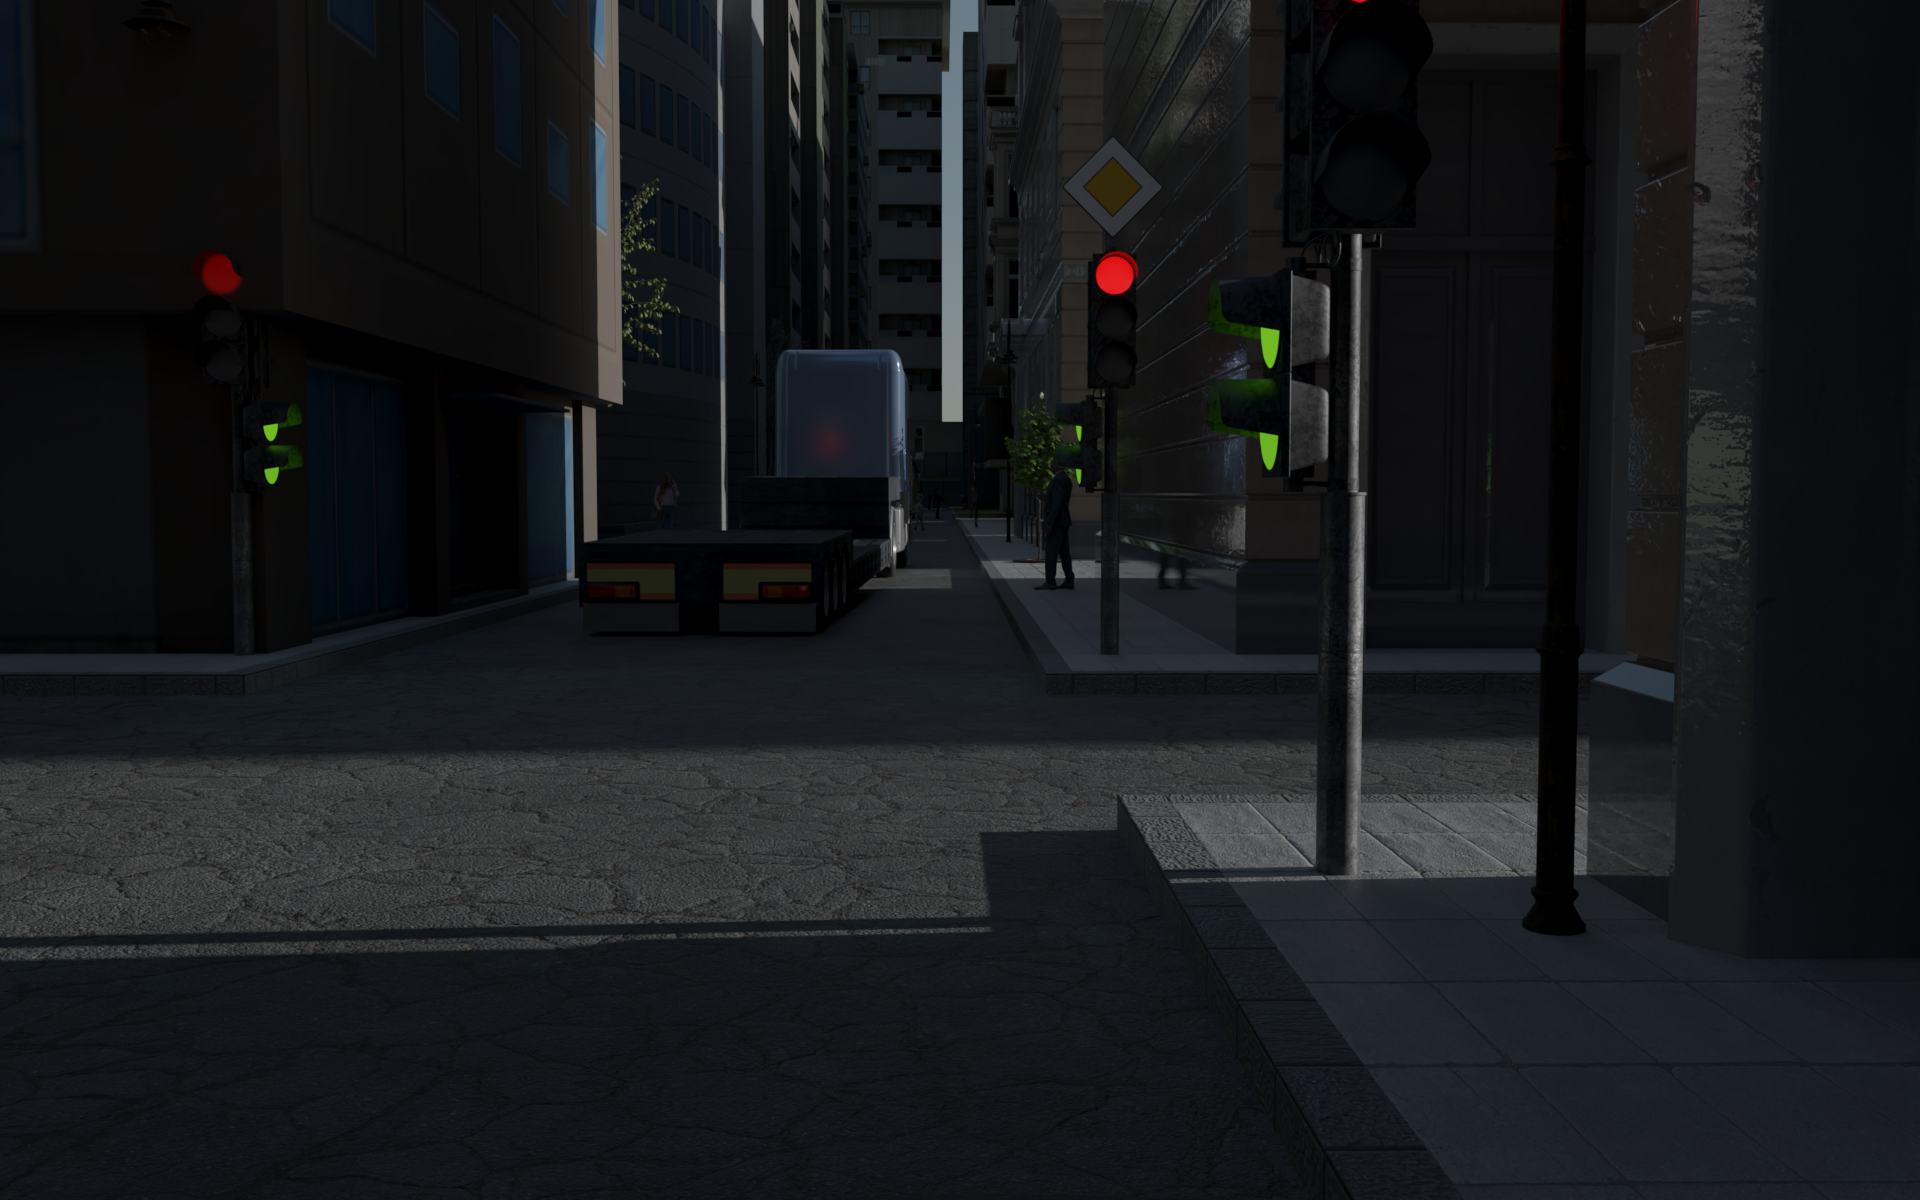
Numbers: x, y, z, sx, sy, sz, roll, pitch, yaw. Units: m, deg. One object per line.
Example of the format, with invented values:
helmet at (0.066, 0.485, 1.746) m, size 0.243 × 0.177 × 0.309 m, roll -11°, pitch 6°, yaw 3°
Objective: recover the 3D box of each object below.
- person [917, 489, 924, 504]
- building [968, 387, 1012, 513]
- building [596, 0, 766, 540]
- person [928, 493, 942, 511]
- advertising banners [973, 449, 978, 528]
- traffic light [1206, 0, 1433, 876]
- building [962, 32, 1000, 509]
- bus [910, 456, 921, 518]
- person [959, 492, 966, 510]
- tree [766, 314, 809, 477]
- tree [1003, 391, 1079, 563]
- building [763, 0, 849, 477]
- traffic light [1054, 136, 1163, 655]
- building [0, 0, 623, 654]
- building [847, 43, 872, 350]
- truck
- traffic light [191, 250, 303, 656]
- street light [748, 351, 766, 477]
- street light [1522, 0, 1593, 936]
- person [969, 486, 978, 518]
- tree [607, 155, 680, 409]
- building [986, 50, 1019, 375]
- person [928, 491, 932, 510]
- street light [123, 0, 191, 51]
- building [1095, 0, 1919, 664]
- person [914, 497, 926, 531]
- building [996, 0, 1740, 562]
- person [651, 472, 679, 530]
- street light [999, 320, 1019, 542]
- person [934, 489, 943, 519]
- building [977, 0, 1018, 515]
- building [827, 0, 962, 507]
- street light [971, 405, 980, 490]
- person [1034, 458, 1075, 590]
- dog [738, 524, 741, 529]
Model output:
person at (-3.099, -7.429, 130.041) m, size 0.705 × 1.814 × 1.350 m, roll -3°, pitch 5°, yaw -45°
building at (11.998, -50.183, 133.170) m, size 22.319 × 86.520 × 31.000 m, roll 0°, pitch 4°, yaw -1°
building at (-17.721, -31.087, 50.264) m, size 21.231 × 58.520 × 28.212 m, roll 0°, pitch 4°, yaw -1°
person at (-2.059, -8.297, 144.980) m, size 1.217 × 1.723 × 0.721 m, roll -1°, pitch 4°, yaw -13°
advertising banners at (0.596, -4.307, 66.615) m, size 0.090 × 3.025 × 2.074 m, roll 0°, pitch 4°, yaw -3°
traffic light at (1.267, -1.031, 5.780) m, size 0.839 × 4.253 × 0.868 m, roll 0°, pitch 4°, yaw -1°
building at (7.210, -28.974, 157.313) m, size 14.154 × 41.232 × 14.086 m, roll 0°, pitch 4°, yaw -1°
bus at (-3.838, -6.610, 99.617) m, size 2.896 × 3.916 × 12.252 m, roll 0°, pitch 3°, yaw 0°
person at (0.196, -8.065, 141.142) m, size 0.697 × 1.427 × 0.421 m, roll 3°, pitch 4°, yaw 38°
tree at (-8.011, -7.339, 70.351) m, size 4.360 × 8.622 × 3.978 m, roll 0°, pitch 3°, yaw 0°
tree at (1.627, -2.322, 32.562) m, size 1.663 × 3.219 × 1.824 m, roll 0°, pitch 3°, yaw 0°
building at (-13.617, -19.879, 96.719) m, size 14.160 × 30.474 × 14.107 m, roll 0°, pitch 4°, yaw -1°
traffic light at (1.181, -1.520, 13.765) m, size 0.839 × 4.253 × 0.868 m, roll 0°, pitch 4°, yaw -1°
building at (-12.184, -22.570, 19.138) m, size 14.600 × 45.320 × 14.200 m, roll 0°, pitch 4°, yaw -1°
building at (-19.763, -27.936, 148.639) m, size 23.993 × 40.220 × 32.217 m, roll 0°, pitch 4°, yaw -1°
truck at (-2.394, -2.251, 26.561) m, size 2.967 × 4.110 × 18.799 m, roll 0°, pitch 4°, yaw 1°
traffic light at (-5.680, -1.514, 13.675) m, size 0.839 × 4.253 × 0.868 m, roll 0°, pitch 4°, yaw -1°
street light at (-6.551, -5.089, 55.989) m, size 0.468 × 5.910 × 1.993 m, roll 0°, pitch 4°, yaw -1°
street light at (1.754, -1.966, 4.937) m, size 0.468 × 5.910 × 1.993 m, roll 0°, pitch 4°, yaw -1°
person at (0.717, -5.195, 91.903) m, size 0.541 × 1.710 × 0.530 m, roll -1°, pitch 4°, yaw -10°
tree at (-7.398, -4.926, 30.904) m, size 4.737 × 8.622 × 4.395 m, roll 0°, pitch 3°, yaw 0°
building at (8.355, -15.441, 71.538) m, size 14.460 × 24.649 × 34.723 m, roll 0°, pitch 4°, yaw -1°
person at (-2.723, -8.994, 156.474) m, size 0.530 × 1.710 × 0.541 m, roll 1°, pitch 4°, yaw 21°
street light at (-6.076, -2.515, 13.915) m, size 0.468 × 5.910 × 1.993 m, roll 0°, pitch 4°, yaw -1°
building at (11.855, -14.273, 19.263) m, size 20.117 × 28.700 × 13.634 m, roll 0°, pitch 4°, yaw -1°
person at (-1.611, -3.381, 68.049) m, size 0.475 × 1.303 × 0.640 m, roll 2°, pitch 4°, yaw 33°
building at (8.032, -15.727, 43.044) m, size 13.634 × 28.700 × 20.117 m, roll 0°, pitch 4°, yaw -1°
person at (-6.407, -1.883, 37.419) m, size 0.593 × 1.750 × 0.643 m, roll -2°, pitch 4°, yaw -27°
street light at (1.294, -4.479, 46.024) m, size 0.468 × 5.910 × 1.993 m, roll 0°, pitch 4°, yaw -1°
person at (-1.215, -5.573, 100.445) m, size 0.721 × 1.723 × 1.217 m, roll 1°, pitch 4°, yaw 17°
building at (14.757, -31.547, 105.036) m, size 28.713 × 52.752 × 27.495 m, roll 0°, pitch 4°, yaw -1°
building at (-12.649, -36.485, 185.760) m, size 27.495 × 52.752 × 28.713 m, roll 0°, pitch 4°, yaw -1°
street light at (0.817, -7.081, 88.561) m, size 0.468 × 5.910 × 1.993 m, roll 0°, pitch 4°, yaw -1°
person at (1.246, -1.045, 23.303) m, size 0.590 × 1.801 × 0.661 m, roll 1°, pitch 4°, yaw 18°
dog at (-4.551, -1.356, 39.014) m, size 0.800 × 0.831 × 0.513 m, roll 1°, pitch 4°, yaw 10°
